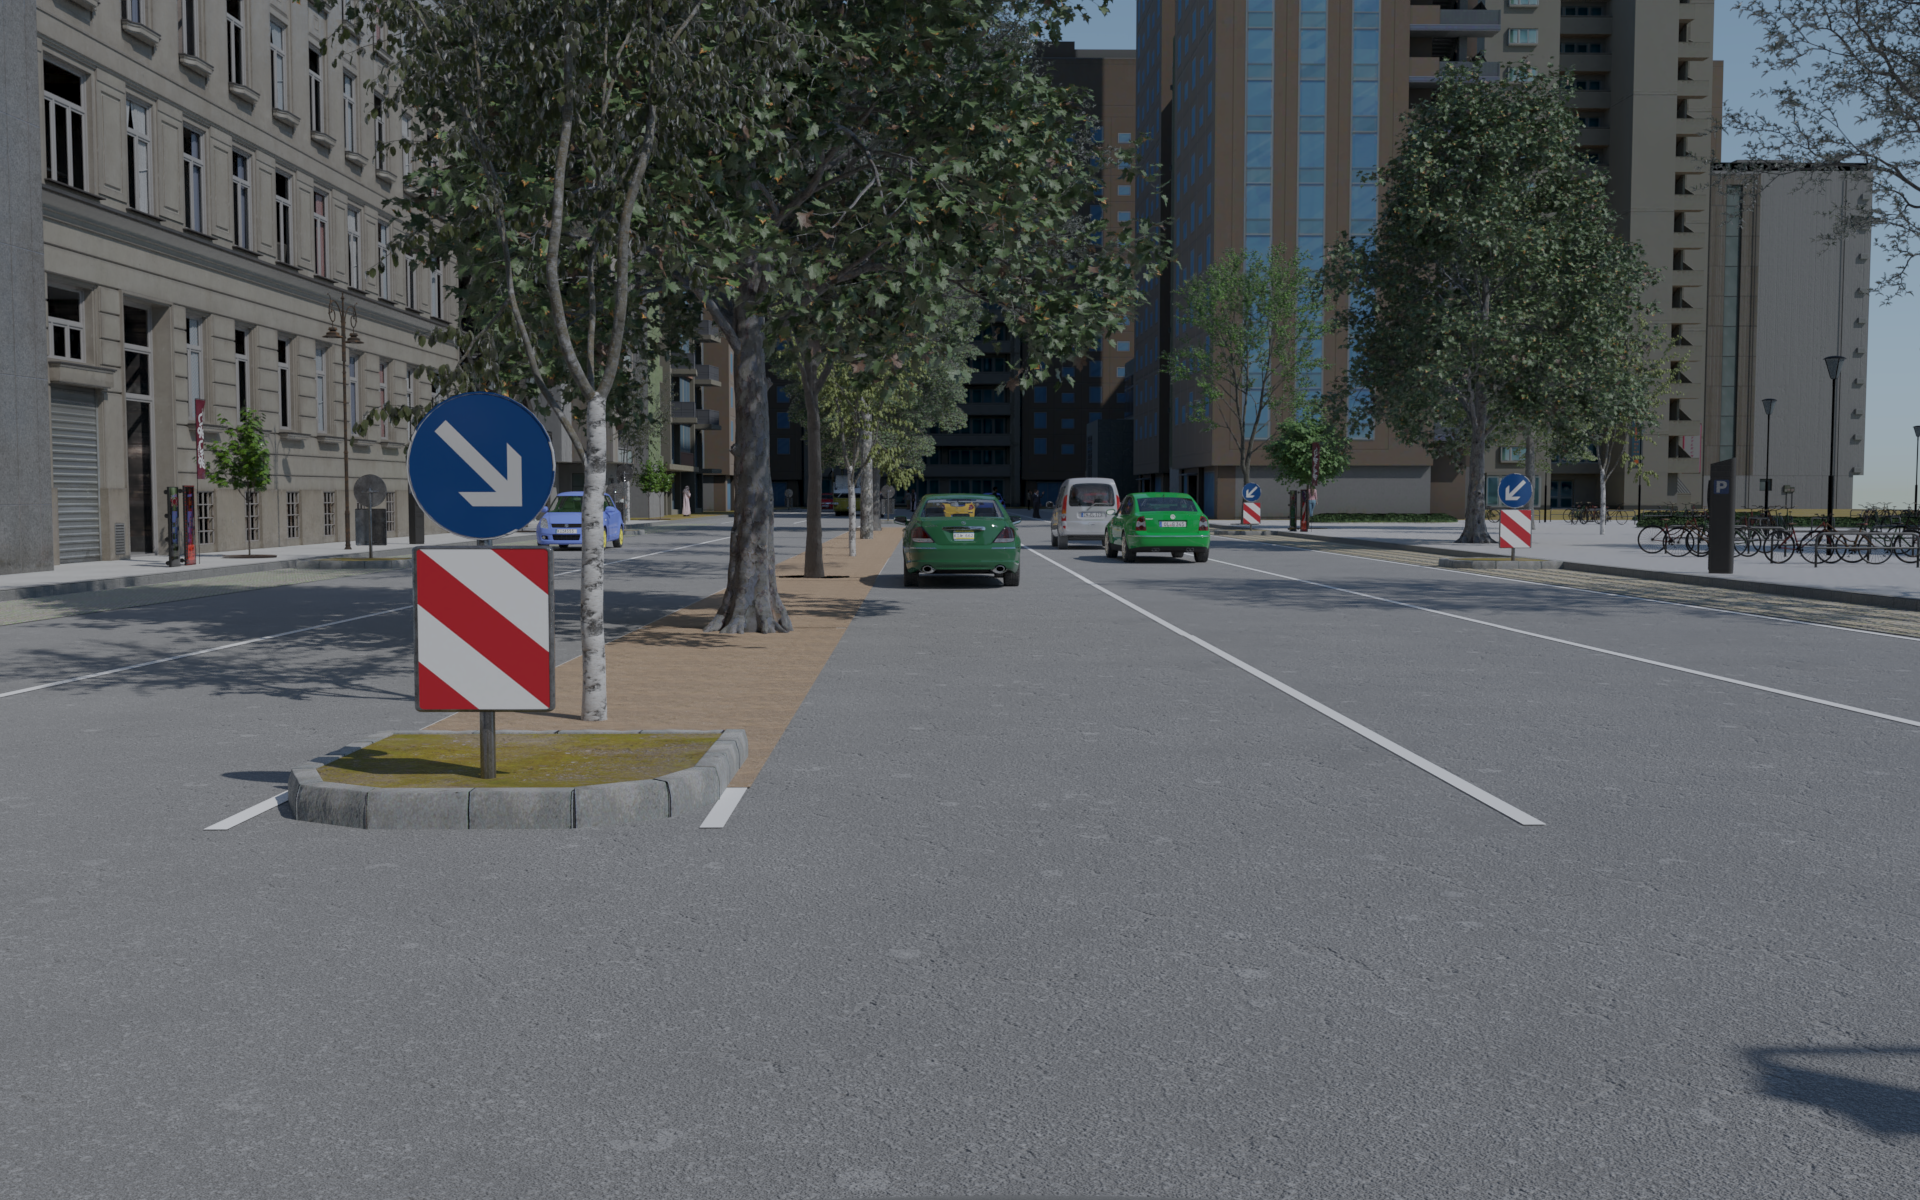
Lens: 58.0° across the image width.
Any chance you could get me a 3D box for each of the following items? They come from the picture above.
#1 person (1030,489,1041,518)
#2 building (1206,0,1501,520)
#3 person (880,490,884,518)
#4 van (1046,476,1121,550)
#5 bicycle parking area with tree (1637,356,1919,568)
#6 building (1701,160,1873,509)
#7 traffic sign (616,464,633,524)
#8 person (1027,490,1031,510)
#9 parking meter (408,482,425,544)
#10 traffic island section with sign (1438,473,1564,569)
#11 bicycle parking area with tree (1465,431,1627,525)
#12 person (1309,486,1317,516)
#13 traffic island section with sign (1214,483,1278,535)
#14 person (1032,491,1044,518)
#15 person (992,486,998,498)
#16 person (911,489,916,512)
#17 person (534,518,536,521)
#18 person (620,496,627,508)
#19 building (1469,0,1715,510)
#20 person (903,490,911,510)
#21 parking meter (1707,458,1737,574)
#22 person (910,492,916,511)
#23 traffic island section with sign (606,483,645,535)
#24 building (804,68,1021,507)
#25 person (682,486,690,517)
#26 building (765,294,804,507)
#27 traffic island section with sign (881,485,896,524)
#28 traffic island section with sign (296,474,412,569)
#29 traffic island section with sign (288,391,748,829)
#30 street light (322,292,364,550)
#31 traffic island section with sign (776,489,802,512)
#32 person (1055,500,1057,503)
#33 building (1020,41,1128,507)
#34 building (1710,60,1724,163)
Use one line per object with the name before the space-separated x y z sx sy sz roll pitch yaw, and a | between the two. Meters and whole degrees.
person | 4.453 -5.652 101.711 0.445 1.727 0.742 2 4 34
building | 19.262 -27.014 91.794 14.600 45.320 14.200 0 4 -1
person | -4.786 -5.816 104.397 0.445 1.727 0.742 0 4 -6
van | 3.339 -2.392 46.119 2.013 2.044 4.112 0 4 -1
bicycle parking area with tree | 18.241 -2.841 33.460 9.016 4.147 8.231 1 4 15
building | 70.021 -23.351 153.497 14.107 30.474 14.160 0 4 -1
traffic sign | -14.392 -4.538 74.301 0.768 2.556 0.104 0 4 7
person | 6.165 -8.893 153.911 0.705 1.823 1.348 0 4 3
parking meter | -13.889 -2.357 44.242 0.399 1.863 0.255 3 5 42
traffic island section with sign | 10.456 -1.538 33.776 1.989 1.847 2.006 0 4 -1
bicycle parking area with tree | 27.539 -5.437 75.891 9.016 4.147 8.231 -1 4 -15
person | 16.359 -4.554 80.508 0.555 1.821 0.388 -1 4 -14
traffic island section with sign | 9.973 -3.186 60.727 1.989 1.847 2.006 0 4 -1
person | 4.714 -5.801 104.144 0.742 1.727 0.445 0 4 7
person | 2.044 -5.589 99.512 0.705 1.869 1.348 0 4 -8
person | -3.701 -7.902 137.832 0.705 1.807 1.348 0 4 4
person | -20.177 -4.492 81.291 0.589 1.601 0.330 0 4 -3
person | -15.004 -4.058 77.080 0.332 1.250 0.352 1 4 11
building | 51.980 -32.118 148.836 21.600 48.544 21.300 0 4 -1
person | -4.742 -9.128 157.743 0.705 1.824 1.348 2 4 33
parking meter | 12.276 -1.360 27.943 0.399 1.863 0.255 2 4 32
person | -3.831 -8.169 142.735 0.551 1.740 0.621 -2 4 -35
traffic island section with sign | -12.154 -3.195 60.863 1.989 1.847 2.006 0 4 -1
building | -4.861 -33.902 178.004 21.600 48.544 21.300 0 4 -1
person | -15.577 -5.631 98.777 0.621 1.740 0.551 -3 4 -36
building | -22.746 -32.093 174.831 14.200 45.320 14.600 0 4 -1
traffic island section with sign | -3.489 -4.607 83.467 2.006 1.907 1.989 0 4 -1
traffic island section with sign | -11.676 -1.546 33.912 1.989 1.847 2.006 0 4 -1
traffic island section with sign | -2.130 -0.012 8.340 2.006 1.907 1.989 0 4 -1
street light | -14.142 -4.101 39.845 0.468 5.910 1.993 0 4 -1
traffic island section with sign | -13.526 -7.868 137.270 1.989 1.847 2.006 0 4 -1
person | 6.085 -5.639 101.374 1.217 1.739 0.721 -2 4 -34
building | 13.094 -32.116 175.213 14.200 45.320 14.600 0 4 -1
building | 66.885 -32.167 176.048 14.200 45.320 14.600 0 4 -1
